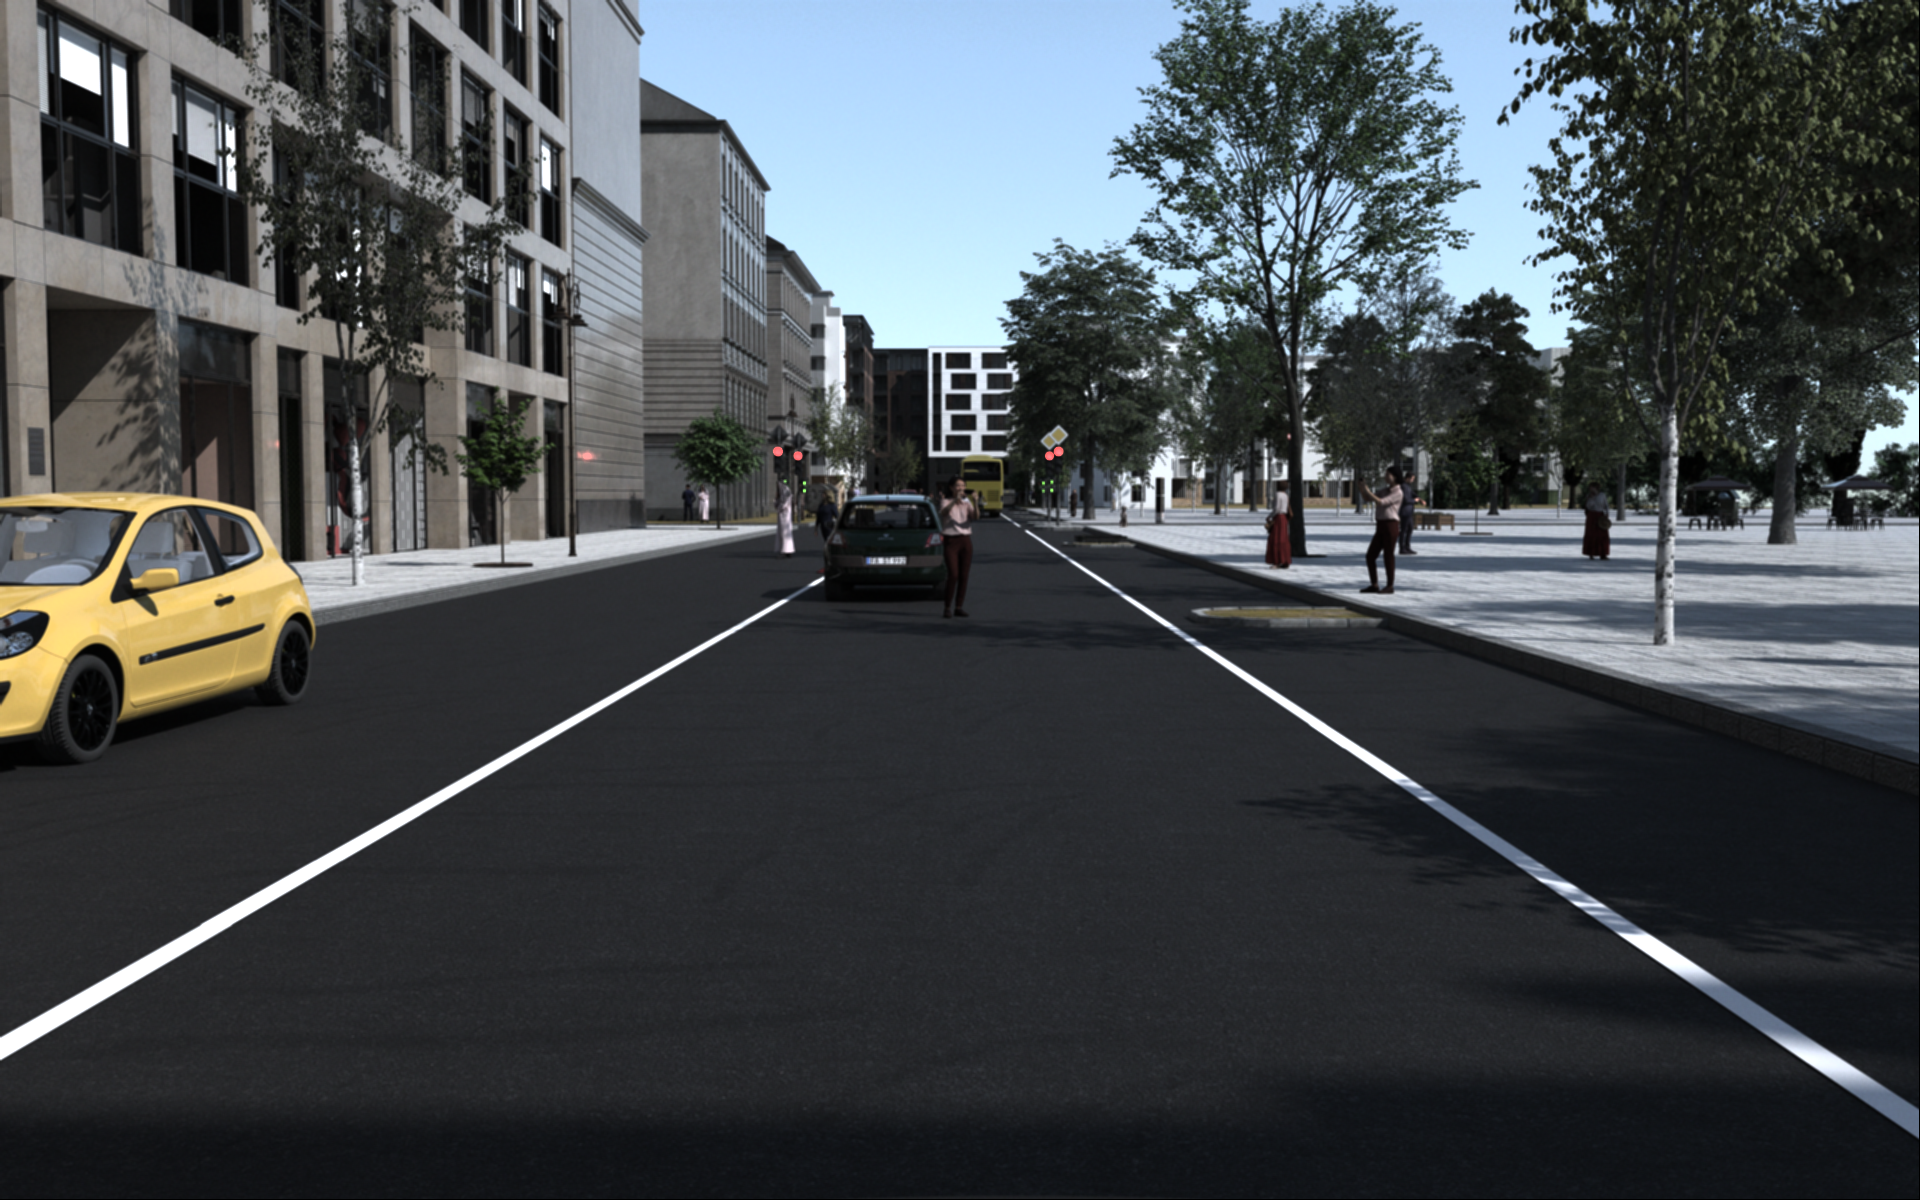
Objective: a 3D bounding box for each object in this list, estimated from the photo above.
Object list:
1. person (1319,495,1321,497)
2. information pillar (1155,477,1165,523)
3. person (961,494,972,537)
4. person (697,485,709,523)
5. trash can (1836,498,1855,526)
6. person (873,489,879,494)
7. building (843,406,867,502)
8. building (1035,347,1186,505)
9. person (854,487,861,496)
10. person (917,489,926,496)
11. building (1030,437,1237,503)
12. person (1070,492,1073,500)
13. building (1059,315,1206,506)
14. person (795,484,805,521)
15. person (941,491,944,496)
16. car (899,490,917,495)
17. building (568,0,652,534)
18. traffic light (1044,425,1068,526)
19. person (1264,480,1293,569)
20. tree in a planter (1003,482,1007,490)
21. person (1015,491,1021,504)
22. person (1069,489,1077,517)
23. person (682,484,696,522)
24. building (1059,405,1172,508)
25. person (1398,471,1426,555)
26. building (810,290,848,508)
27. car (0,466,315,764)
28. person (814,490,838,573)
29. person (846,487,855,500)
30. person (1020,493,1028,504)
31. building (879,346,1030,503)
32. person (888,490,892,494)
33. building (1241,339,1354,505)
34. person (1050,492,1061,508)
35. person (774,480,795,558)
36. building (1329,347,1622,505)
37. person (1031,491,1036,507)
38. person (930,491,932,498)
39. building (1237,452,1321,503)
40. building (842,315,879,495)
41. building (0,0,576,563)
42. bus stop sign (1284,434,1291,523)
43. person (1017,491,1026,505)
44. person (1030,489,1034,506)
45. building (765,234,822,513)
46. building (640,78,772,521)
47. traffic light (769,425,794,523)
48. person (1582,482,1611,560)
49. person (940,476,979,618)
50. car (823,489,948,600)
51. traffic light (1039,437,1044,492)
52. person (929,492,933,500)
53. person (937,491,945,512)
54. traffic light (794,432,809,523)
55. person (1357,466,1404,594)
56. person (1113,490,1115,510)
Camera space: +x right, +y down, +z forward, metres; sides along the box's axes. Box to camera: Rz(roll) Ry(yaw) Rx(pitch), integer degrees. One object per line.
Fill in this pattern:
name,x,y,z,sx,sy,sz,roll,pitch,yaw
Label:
person,48.286,-13.469,231.958,0.421,1.427,0.697,-2,4,-24
information pillar,8.861,-4.418,76.720,0.304,2.012,0.304,2,4,32
person,0.153,-2.857,57.425,0.614,1.554,0.590,-2,4,-26
person,-11.555,-4.351,77.858,0.551,1.740,0.621,-2,4,-25
trash can,35.527,-3.537,69.490,0.748,1.137,0.748,0,3,0
person,-7.558,-9.102,155.535,1.217,1.739,0.721,0,4,0
building,-14.162,-14.508,179.358,9.099,9.664,28.070,0,4,0
building,18.013,-21.022,210.162,16.747,18.905,31.486,0,4,0
person,-7.763,-7.592,130.033,0.709,1.838,0.599,-1,4,-11
person,-2.350,-5.866,105.095,0.600,1.739,0.565,-1,4,-21
building,23.797,-18.451,243.826,28.070,9.664,9.099,0,4,0
person,9.084,-8.007,139.428,0.387,1.526,0.523,2,4,25
building,17.998,-20.325,188.732,16.016,20.091,11.380,0,4,0
person,-7.781,-4.729,83.914,0.434,1.755,0.990,2,4,24
person,-2.362,-12.383,210.901,1.348,1.831,0.705,3,5,44
car,-4.730,-9.126,157.883,2.281,1.827,5.304,0,4,1
building,-24.176,-16.070,60.005,25.104,27.353,12.463,0,4,0
traffic light,3.917,-4.904,69.420,0.839,4.213,0.868,0,4,0
person,5.500,-1.303,29.820,0.387,1.526,0.523,3,5,43
tree in a planter,4.814,-12.781,206.184,1.991,3.239,1.994,0,4,0
person,7.330,-13.325,223.897,1.348,1.826,0.705,3,4,36
person,6.360,-5.420,96.932,0.388,1.546,0.482,-3,5,-42
person,-12.582,-4.493,80.208,0.576,1.737,0.504,-2,4,-27
building,14.643,-13.852,168.630,9.099,9.664,28.070,0,4,0
person,9.571,-1.847,36.689,0.568,1.767,0.683,1,4,19
building,-18.434,-18.498,158.854,16.016,20.091,11.380,0,4,0
car,-5.419,-0.013,10.440,2.015,1.641,3.980,0,4,2
person,-2.368,-1.258,31.603,0.480,1.512,0.613,2,4,25
person,-7.163,-6.524,113.396,0.565,1.739,0.600,0,4,5
person,8.304,-13.476,226.894,1.217,1.766,0.721,2,4,26
building,-6.498,-25.045,253.453,32.646,21.610,27.936,0,4,0
person,-8.030,-11.805,199.190,1.348,1.807,0.705,3,5,42
building,42.231,-22.058,217.072,11.380,20.091,16.016,0,4,0
person,8.908,-9.629,163.436,1.348,1.831,0.705,1,4,19
person,-3.967,-1.810,38.758,0.621,1.740,0.551,-3,5,-40
building,63.846,-21.452,217.204,31.486,18.905,16.747,0,4,0
person,7.530,-10.369,177.039,0.593,1.643,0.415,-2,4,-35
person,-3.694,-13.303,225.937,0.705,1.831,1.348,0,4,6
building,51.867,-18.443,243.687,28.070,9.664,9.099,0,4,0
building,-27.268,-22.484,211.582,32.646,21.610,27.936,0,4,0
building,-21.240,-14.052,34.267,19.350,26.468,34.151,0,4,0
bus stop sign,14.715,-5.386,76.765,0.855,3.939,0.416,-3,4,-37
person,7.584,-12.586,211.788,1.348,1.831,0.705,1,4,11
person,7.750,-10.947,184.888,0.709,1.838,0.599,-3,5,-40
building,-16.425,-16.383,118.769,10.553,20.767,40.483,0,4,0
building,-15.621,-14.696,89.436,9.793,20.994,18.267,0,4,0
traffic light,-7.244,-4.907,69.474,0.839,4.213,0.868,0,4,0
person,12.437,-1.547,33.808,0.523,1.526,0.387,1,4,20
person,0.004,-0.625,20.173,0.517,1.644,0.566,1,4,16
car,-0.971,-0.913,24.711,2.009,1.686,4.222,0,3,0
traffic light,3.967,-5.392,77.405,0.839,4.213,0.868,0,4,0
person,-3.213,-11.115,191.707,0.593,1.643,0.415,2,4,35
person,-1.301,-6.574,117.455,0.593,1.643,0.415,-3,5,-44
traffic light,-7.194,-5.395,77.459,0.839,4.213,0.868,0,4,0
person,5.400,-0.904,22.291,0.566,1.644,0.517,2,4,27
person,12.248,-7.978,138.553,0.319,1.574,0.516,2,4,31
